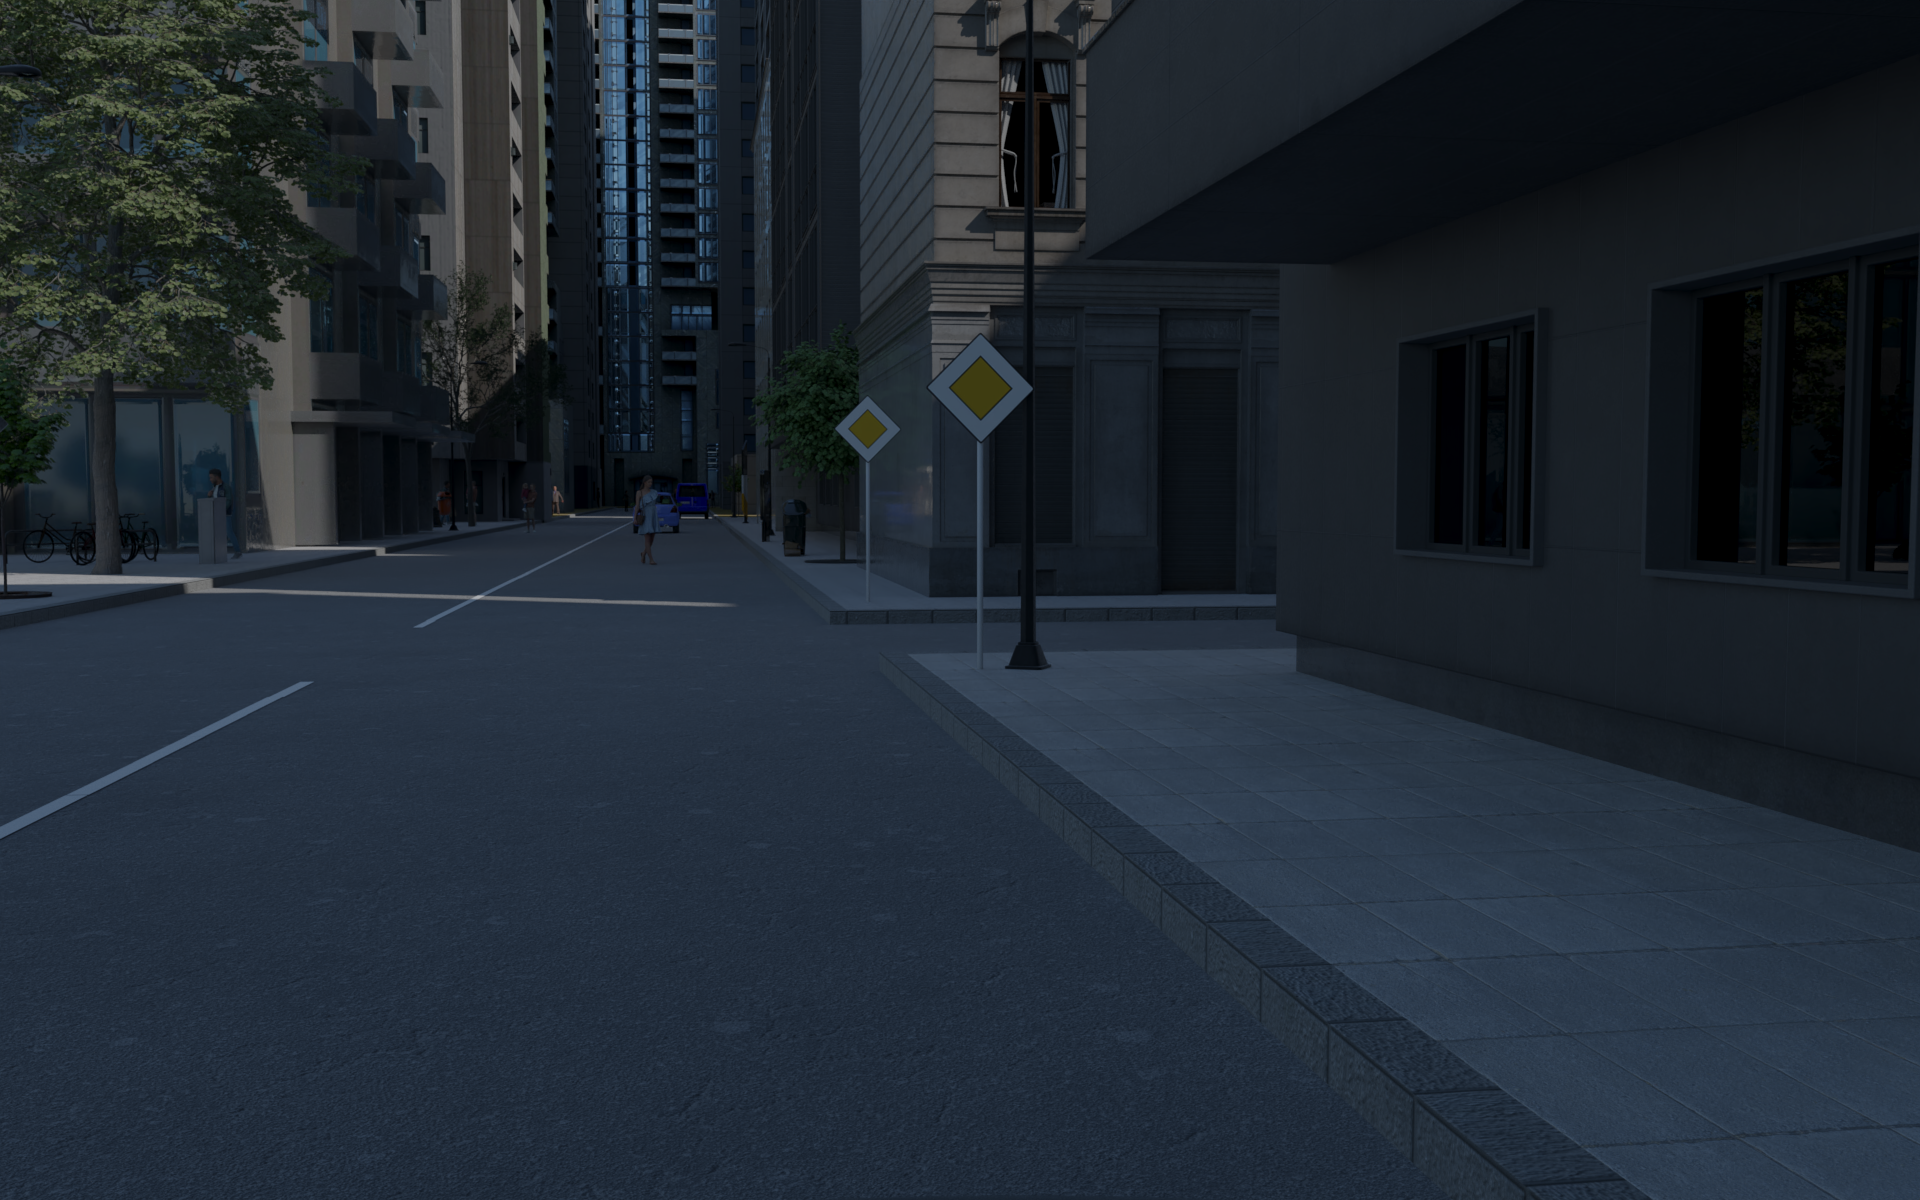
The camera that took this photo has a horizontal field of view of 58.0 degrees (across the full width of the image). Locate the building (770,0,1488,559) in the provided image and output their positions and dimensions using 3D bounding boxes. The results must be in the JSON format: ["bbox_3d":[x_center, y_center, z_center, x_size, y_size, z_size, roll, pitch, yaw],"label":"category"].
[{"bbox_3d":[2.323,-15.548,47.718,14.314,27.812,24.014,-1,4,-9],"label":"building"}]

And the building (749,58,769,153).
[{"bbox_3d":[-4.489,-15.727,86.023,11.050,23.489,19.941,-1,4,-9],"label":"building"}]

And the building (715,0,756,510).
[{"bbox_3d":[-11.382,-37.592,156.629,21.231,58.520,28.212,-1,4,-9],"label":"building"}]

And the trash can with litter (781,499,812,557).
[{"bbox_3d":[-3.390,-1.499,35.898,0.624,1.170,1.055,0,4,-5],"label":"trash can with litter"}]

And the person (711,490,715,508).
[{"bbox_3d":[-22.557,-9.211,158.117,0.415,1.643,0.593,1,4,20],"label":"person"}]

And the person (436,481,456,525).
[{"bbox_3d":[-20.946,-3.953,70.653,0.713,1.824,0.794,1,4,10],"label":"person"}]

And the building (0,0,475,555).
[{"bbox_3d":[-26.788,-26.138,46.972,23.786,49.044,30.456,-1,4,-9],"label":"building"}]

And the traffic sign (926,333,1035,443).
[{"bbox_3d":[0.169,-0.636,12.595,0.795,2.593,0.064,-1,4,-9],"label":"traffic sign"}]

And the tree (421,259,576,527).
[{"bbox_3d":[-19.232,-8.186,68.252,8.767,10.594,7.601,0,4,-4],"label":"tree"}]

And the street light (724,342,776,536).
[{"bbox_3d":[-6.407,-4.938,53.271,1.470,5.913,1.316,-1,4,-9],"label":"street light"}]

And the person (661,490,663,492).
[{"bbox_3d":[-28.542,-9.622,165.785,1.348,1.831,0.705,-1,4,-9],"label":"person"}]

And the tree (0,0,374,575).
[{"bbox_3d":[-13.280,-6.694,27.578,7.486,12.596,7.792,0,3,0],"label":"tree"}]

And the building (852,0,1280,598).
[{"bbox_3d":[7.705,-10.867,26.819,18.267,20.994,9.793,-1,4,-9],"label":"building"}]

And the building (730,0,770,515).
[{"bbox_3d":[-7.105,-42.393,131.373,20.563,71.187,20.611,-1,4,-9],"label":"building"}]

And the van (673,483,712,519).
[{"bbox_3d":[-15.469,-5.855,100.117,2.240,2.365,5.245,-1,4,-8],"label":"van"}]

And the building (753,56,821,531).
[{"bbox_3d":[-2.495,-13.033,67.841,10.420,20.320,16.860,-1,4,-9],"label":"building"}]

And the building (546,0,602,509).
[{"bbox_3d":[-43.570,-43.849,155.189,20.611,71.187,20.563,-1,4,-9],"label":"building"}]

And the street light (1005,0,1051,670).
[{"bbox_3d":[-0.033,-2.445,12.520,1.470,5.913,1.316,-1,4,-9],"label":"street light"}]

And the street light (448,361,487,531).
[{"bbox_3d":[-17.222,-5.388,60.634,1.470,5.913,1.316,-1,4,-9],"label":"street light"}]

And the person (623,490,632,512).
[{"bbox_3d":[-27.124,-8.073,141.208,1.217,1.735,0.721,3,5,44],"label":"person"}]

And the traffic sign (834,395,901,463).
[{"bbox_3d":[-1.068,-1.119,20.485,0.795,2.593,0.064,-1,4,-9],"label":"traffic sign"}]

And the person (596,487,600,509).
[{"bbox_3d":[-31.870,-8.975,152.409,0.705,1.869,1.348,-1,4,-8],"label":"person"}]

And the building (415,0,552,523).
[{"bbox_3d":[-27.134,-18.944,81.435,14.160,30.474,14.107,-1,4,-9],"label":"building"}]

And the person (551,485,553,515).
[{"bbox_3d":[-24.735,-6.024,104.513,0.705,1.826,1.348,0,4,-4],"label":"person"}]

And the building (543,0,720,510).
[{"bbox_3d":[-36.930,-53.298,184.093,31.000,86.520,22.319,-1,4,-9],"label":"building"}]

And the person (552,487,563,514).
[{"bbox_3d":[-25.423,-6.254,108.846,0.990,1.755,0.434,-1,4,-16],"label":"person"}]

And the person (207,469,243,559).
[{"bbox_3d":[-14.510,-1.691,34.032,0.623,1.781,0.721,1,4,20],"label":"person"}]

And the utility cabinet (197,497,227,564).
[{"bbox_3d":[-13.859,-1.281,32.100,0.306,1.237,1.020,-1,4,-11],"label":"utility cabinet"}]

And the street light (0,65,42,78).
[{"bbox_3d":[-10.647,-2.831,18.832,1.470,5.913,1.316,-1,4,-9],"label":"street light"}]

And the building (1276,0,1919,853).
[{"bbox_3d":[9.529,-12.678,0.793,14.314,27.812,24.014,-1,4,-9],"label":"building"}]

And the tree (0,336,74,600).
[{"bbox_3d":[-11.735,-1.637,21.365,1.663,3.219,1.824,0,3,0],"label":"tree"}]

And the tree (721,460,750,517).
[{"bbox_3d":[-12.668,-6.390,99.084,1.663,3.219,1.824,0,3,0],"label":"tree"}]

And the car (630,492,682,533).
[{"bbox_3d":[-11.302,-3.351,64.380,1.945,1.707,3.694,-1,4,-10],"label":"car"}]

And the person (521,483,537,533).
[{"bbox_3d":[-15.883,-3.385,63.817,0.580,1.828,0.573,-2,4,-26],"label":"person"}]

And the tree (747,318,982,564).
[{"bbox_3d":[-2.261,-2.986,32.538,4.285,4.588,4.351,0,3,0],"label":"tree"}]

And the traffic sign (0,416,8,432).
[{"bbox_3d":[-10.846,-1.027,18.978,0.795,2.593,0.064,-1,4,-9],"label":"traffic sign"}]

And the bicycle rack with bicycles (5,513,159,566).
[{"bbox_3d":[-16.231,-1.166,32.445,2.852,0.926,2.925,1,4,22],"label":"bicycle rack with bicycles"}]

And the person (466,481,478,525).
[{"bbox_3d":[-19.975,-3.971,70.949,0.580,1.828,0.573,3,4,36],"label":"person"}]

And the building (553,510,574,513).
[{"bbox_3d":[-40.285,-49.897,128.480,22.319,86.520,31.000,-1,4,-9],"label":"building"}]

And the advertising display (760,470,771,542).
[{"bbox_3d":[-5.244,-2.538,46.709,0.123,1.923,0.974,0,4,4],"label":"advertising display"}]

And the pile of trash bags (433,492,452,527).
[{"bbox_3d":[-20.810,-3.492,66.839,1.912,1.369,3.447,1,4,21],"label":"pile of trash bags"}]

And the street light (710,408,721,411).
[{"bbox_3d":[-12.834,-7.433,94.069,1.470,5.913,1.316,-1,4,-9],"label":"street light"}]

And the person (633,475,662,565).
[{"bbox_3d":[-6.390,-1.628,35.206,0.616,1.811,0.778,-2,4,-34],"label":"person"}]

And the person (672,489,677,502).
[{"bbox_3d":[-19.370,-6.699,118.160,1.348,1.807,0.705,-2,4,-31],"label":"person"}]

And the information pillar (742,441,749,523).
[{"bbox_3d":[-9.411,-5.160,75.715,0.183,3.616,0.504,1,4,14],"label":"information pillar"}]
